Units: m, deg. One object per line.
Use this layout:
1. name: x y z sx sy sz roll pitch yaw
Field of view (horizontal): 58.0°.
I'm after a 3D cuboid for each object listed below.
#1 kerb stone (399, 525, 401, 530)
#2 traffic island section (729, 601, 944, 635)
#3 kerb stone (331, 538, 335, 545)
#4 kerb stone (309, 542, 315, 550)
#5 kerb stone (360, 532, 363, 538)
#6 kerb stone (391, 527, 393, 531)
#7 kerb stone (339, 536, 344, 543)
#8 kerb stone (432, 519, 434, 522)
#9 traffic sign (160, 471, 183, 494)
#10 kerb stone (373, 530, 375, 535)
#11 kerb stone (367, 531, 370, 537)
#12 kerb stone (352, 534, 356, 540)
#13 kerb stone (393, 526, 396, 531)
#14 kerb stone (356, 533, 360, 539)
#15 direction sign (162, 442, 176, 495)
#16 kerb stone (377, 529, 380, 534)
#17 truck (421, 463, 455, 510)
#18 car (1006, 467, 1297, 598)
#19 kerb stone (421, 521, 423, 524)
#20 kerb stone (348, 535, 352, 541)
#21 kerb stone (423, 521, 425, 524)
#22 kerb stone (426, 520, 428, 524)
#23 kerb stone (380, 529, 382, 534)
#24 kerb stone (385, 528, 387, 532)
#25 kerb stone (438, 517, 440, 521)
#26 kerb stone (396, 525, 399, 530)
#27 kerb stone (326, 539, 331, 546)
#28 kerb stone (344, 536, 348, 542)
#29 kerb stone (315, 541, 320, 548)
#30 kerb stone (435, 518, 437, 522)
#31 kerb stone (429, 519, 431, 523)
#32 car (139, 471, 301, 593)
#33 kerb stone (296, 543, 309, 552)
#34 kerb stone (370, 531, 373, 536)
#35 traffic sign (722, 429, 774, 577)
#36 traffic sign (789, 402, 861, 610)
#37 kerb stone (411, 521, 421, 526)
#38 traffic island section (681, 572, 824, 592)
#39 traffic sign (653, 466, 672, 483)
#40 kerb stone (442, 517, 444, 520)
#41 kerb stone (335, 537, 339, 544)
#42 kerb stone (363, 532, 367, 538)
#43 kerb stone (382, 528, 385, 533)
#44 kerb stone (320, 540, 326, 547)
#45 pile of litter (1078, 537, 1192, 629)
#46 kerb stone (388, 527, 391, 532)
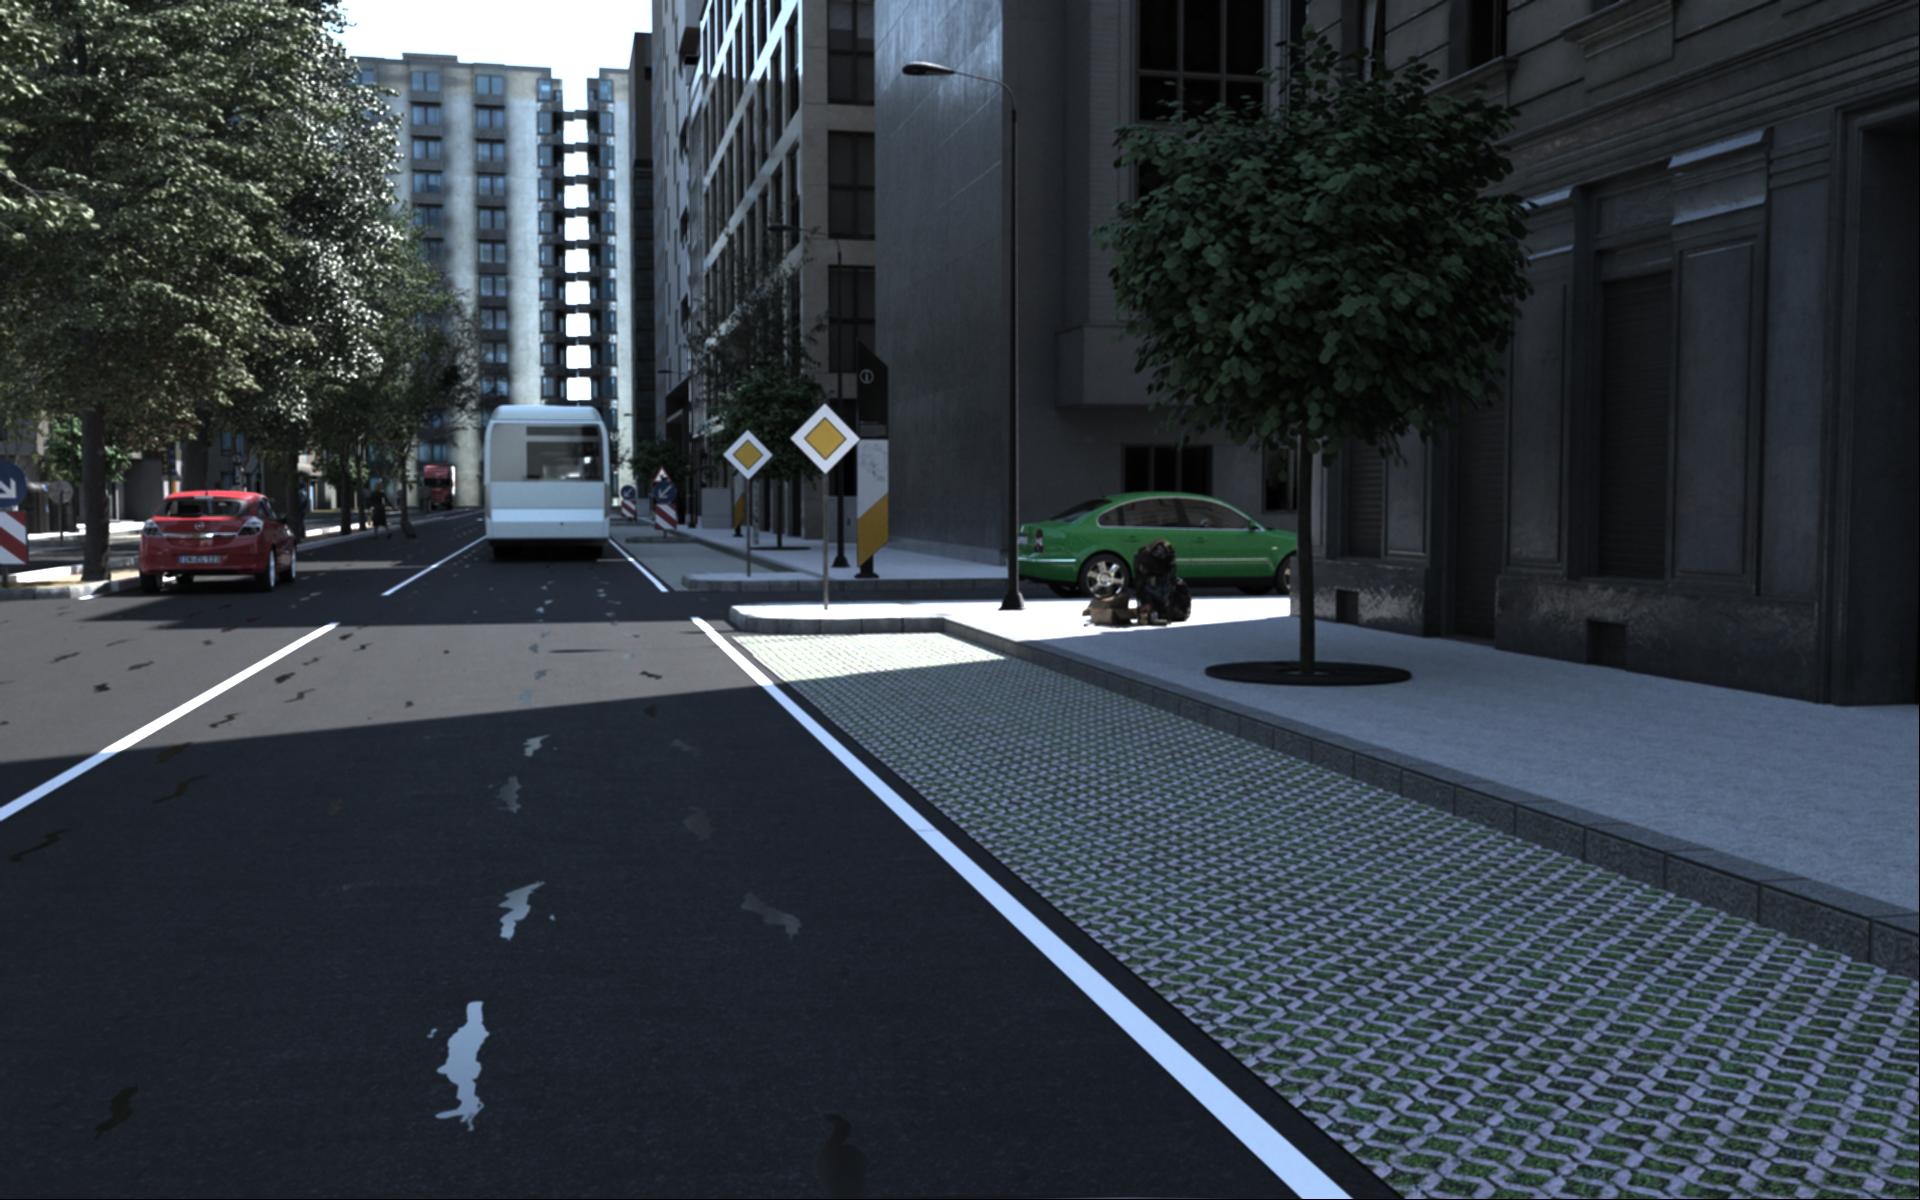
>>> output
1. kerb stone: -22.438 -2.852 68.829 0.120 0.150 1.000 -1 4 -13
2. traffic island section: -1.461 0.193 19.129 2.009 0.180 2.903 -1 4 -13
3. kerb stone: -17.819 -1.626 48.838 0.120 0.150 1.000 -1 4 -13
4. kerb stone: -16.891 -1.382 44.832 0.120 0.150 1.000 -1 4 -13
5. kerb stone: -19.436 -2.058 55.839 0.120 0.150 1.000 -1 4 -13
6. kerb stone: -21.748 -2.669 65.833 0.120 0.150 1.000 -1 4 -13
7. kerb stone: -18.283 -1.752 50.835 0.120 0.150 1.000 -1 4 -13
8. kerb stone: -26.596 -3.952 86.816 0.120 0.150 1.000 -1 4 -13
9. traffic sign: -32.564 -4.374 71.526 0.884 2.594 0.081 -1 4 -11
10. kerb stone: -20.360 -2.296 59.832 0.120 0.150 1.000 -1 4 -13
11. kerb stone: -19.899 -2.180 57.833 0.120 0.150 1.000 -1 4 -13
12. kerb stone: -18.973 -1.930 53.842 0.120 0.150 1.000 -1 4 -13
13. kerb stone: -21.979 -2.730 66.829 0.120 0.150 1.000 -1 4 -13
14. kerb stone: -19.207 -1.997 54.843 0.120 0.150 1.000 -1 4 -13
15. direction sign: -32.077 -4.787 70.272 0.876 3.537 0.379 2 4 32
16. kerb stone: -20.586 -2.363 60.832 0.120 0.150 1.000 -1 4 -13
17. truck: -48.391 -10.524 160.976 2.839 4.237 11.283 -1 4 -14
18. car: 3.006 -0.900 23.509 4.718 1.807 1.959 -1 4 -13
19. kerb stone: -24.984 -3.522 79.831 0.120 0.150 1.000 -1 4 -13
20. kerb stone: -18.742 -1.871 52.846 0.120 0.150 1.000 -1 4 -13
21. kerb stone: -25.208 -3.586 80.829 0.120 0.150 1.000 -1 4 -13
22. kerb stone: -25.668 -3.708 82.824 0.120 0.150 1.000 -1 4 -13
23. kerb stone: -20.823 -2.422 61.835 0.120 0.150 1.000 -1 4 -13
24. kerb stone: -21.294 -2.547 63.832 0.120 0.150 1.000 -1 4 -13
25. kerb stone: -27.523 -4.197 90.821 0.120 0.150 1.000 -1 4 -13
26. kerb stone: -22.197 -2.791 67.828 0.120 0.150 1.000 -1 4 -13
27. kerb stone: -17.583 -1.568 47.837 0.120 0.150 1.000 -1 4 -13
28. kerb stone: -18.512 -1.814 51.848 0.120 0.150 1.000 -1 4 -13
29. kerb stone: -17.122 -1.445 45.828 0.120 0.150 1.000 -1 4 -13
30. kerb stone: -27.064 -4.074 88.826 0.120 0.150 1.000 -1 4 -13
31. kerb stone: -26.134 -3.824 84.824 0.120 0.150 1.000 -1 4 -13
32. car: -11.342 -1.077 26.646 2.155 1.783 4.494 -1 4 -15
33. kerb stone: -16.660 -1.320 43.823 0.120 0.150 1.000 -1 4 -13
34. kerb stone: -20.127 -2.240 58.833 0.120 0.150 1.000 -1 4 -13
35. traffic sign: -3.281 -1.418 26.827 0.795 2.450 0.064 -1 4 -13
36. traffic sign: -1.483 -0.942 19.046 0.795 2.450 0.064 -1 4 -13
37. kerb stone: -24.753 -3.464 78.835 0.120 0.150 1.000 -1 4 -13
38. traffic island section: -3.260 -0.283 26.909 2.009 0.180 2.903 -1 4 -13
39. traffic sign: -13.720 -4.880 79.790 0.884 2.594 0.081 -1 4 -9
40. kerb stone: -28.212 -4.381 93.822 0.120 0.150 1.000 -1 4 -13
41. kerb stone: -18.059 -1.691 49.838 0.120 0.150 1.000 -1 4 -13
42. kerb stone: -19.660 -2.118 56.837 0.120 0.150 1.000 -1 4 -13
43. kerb stone: -21.052 -2.481 62.839 0.120 0.150 1.000 -1 4 -13
44. kerb stone: -17.353 -1.495 46.833 0.120 0.150 1.000 -1 4 -13
45. pile of litter: 1.700 -0.204 17.300 1.176 0.858 1.719 3 5 41
46. kerb stone: -21.516 -2.608 64.830 0.120 0.150 1.000 -1 4 -13
